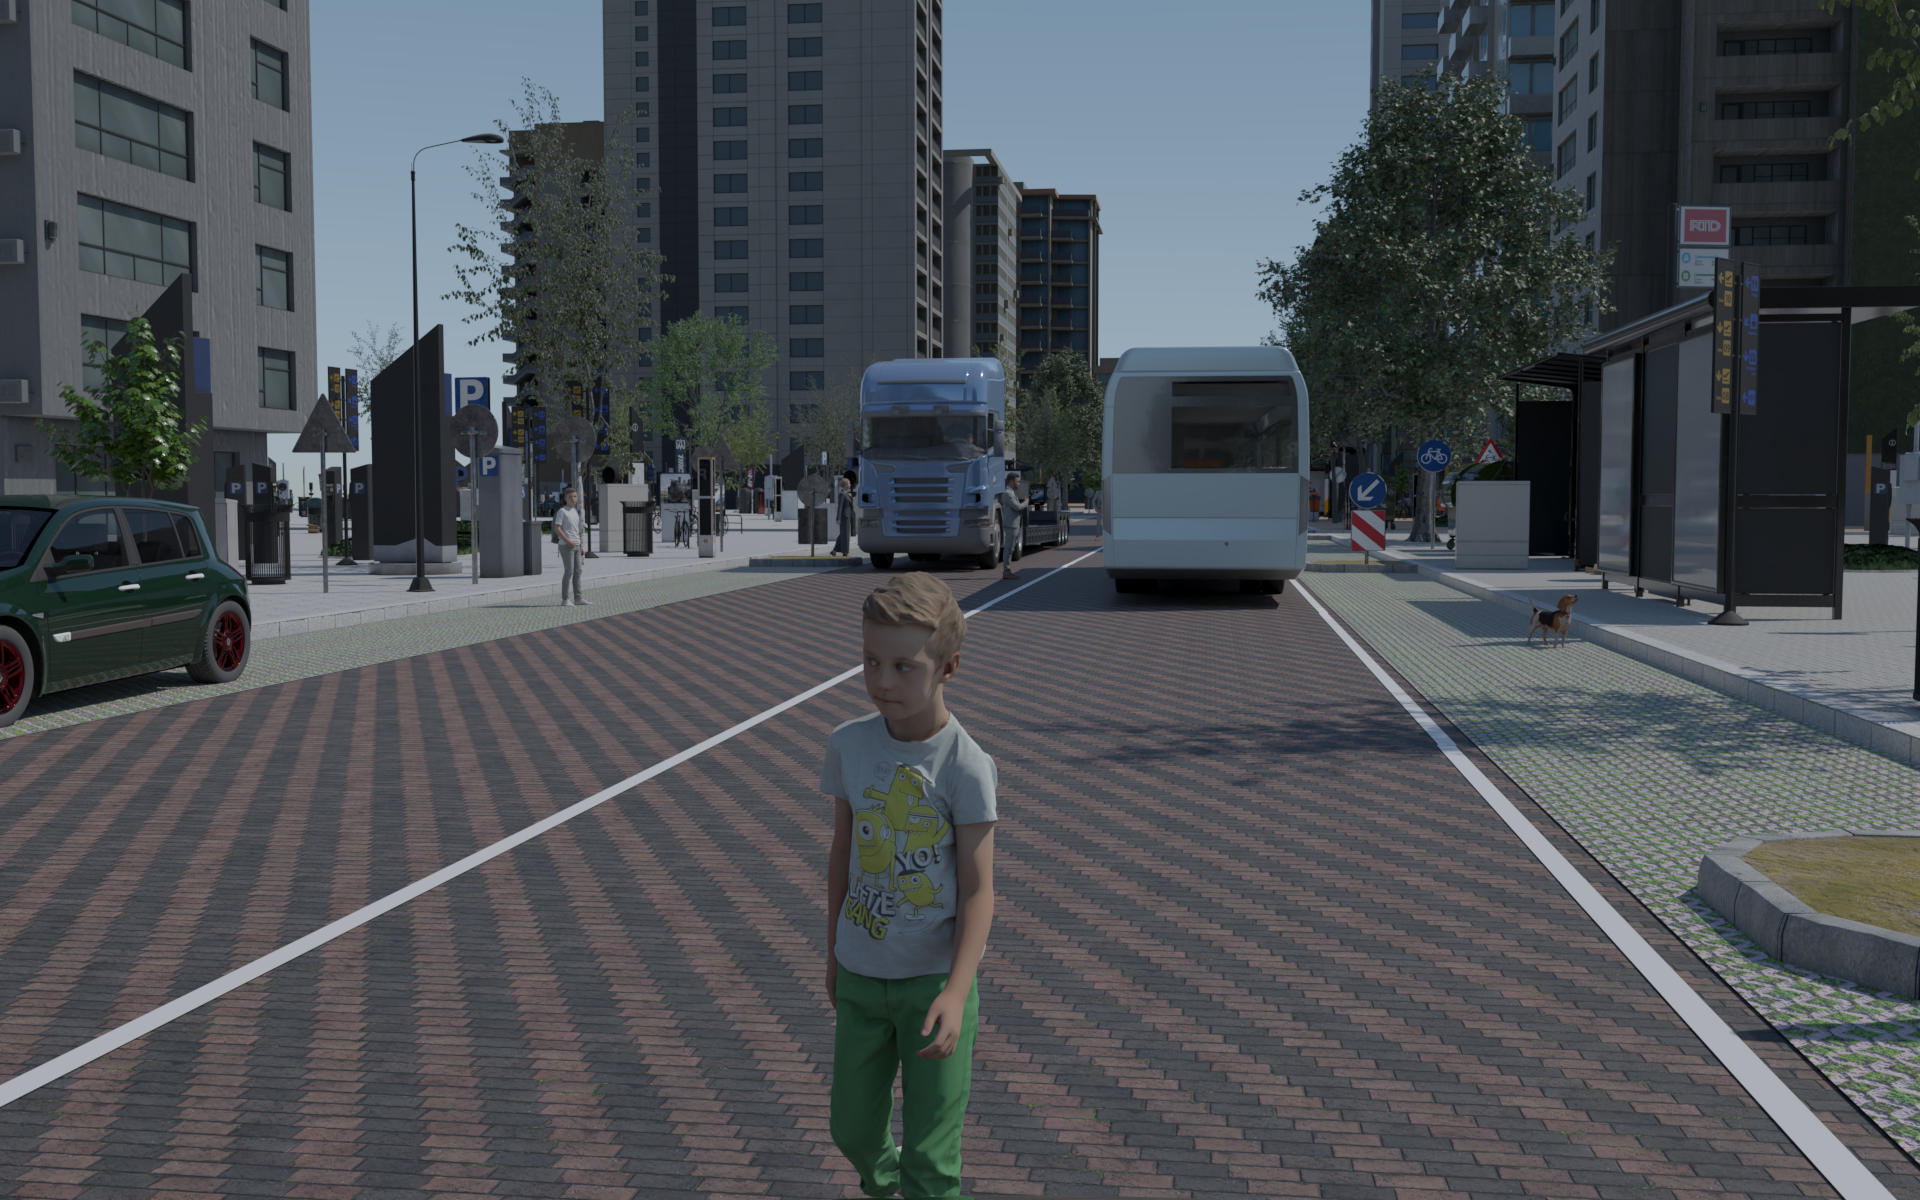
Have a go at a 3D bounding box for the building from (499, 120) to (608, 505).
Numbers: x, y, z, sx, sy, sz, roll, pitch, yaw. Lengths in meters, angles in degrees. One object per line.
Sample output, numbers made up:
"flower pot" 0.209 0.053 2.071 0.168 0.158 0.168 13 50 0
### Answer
"building" -44.671 -33.929 204.855 14.200 45.320 14.600 1 4 8

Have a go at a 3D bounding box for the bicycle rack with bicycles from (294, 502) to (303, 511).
"bicycle rack with bicycles" -50.174 -7.404 134.439 2.925 0.926 2.852 -2 4 -23

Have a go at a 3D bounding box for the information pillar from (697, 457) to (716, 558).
"information pillar" -5.092 -1.854 34.810 0.304 2.012 0.304 0 4 2

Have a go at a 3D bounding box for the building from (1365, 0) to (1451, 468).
"building" 53.944 -39.223 183.299 21.231 58.520 28.212 1 4 8

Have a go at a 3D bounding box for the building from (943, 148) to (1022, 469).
"building" -6.049 -30.508 190.684 23.993 40.220 32.217 1 4 8

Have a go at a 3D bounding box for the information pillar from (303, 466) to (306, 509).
"information pillar" -55.173 -9.441 145.721 0.183 3.616 0.504 -1 4 -13

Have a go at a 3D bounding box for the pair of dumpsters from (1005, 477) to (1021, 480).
"pair of dumpsters" 2.468 -5.325 89.550 1.574 2.255 4.437 1 4 8

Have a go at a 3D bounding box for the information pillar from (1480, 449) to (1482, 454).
"information pillar" 23.679 -5.319 78.315 0.183 3.616 0.504 -3 5 -45

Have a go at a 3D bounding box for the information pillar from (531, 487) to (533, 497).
"information pillar" -31.629 -7.513 127.322 0.304 2.012 0.304 3 5 42

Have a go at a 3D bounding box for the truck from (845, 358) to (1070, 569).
"truck" 0.555 -3.082 40.149 2.967 4.110 18.799 1 4 8

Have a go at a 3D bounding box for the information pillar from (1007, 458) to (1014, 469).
"information pillar" 3.279 -7.342 111.403 0.504 3.616 0.183 -2 4 -27

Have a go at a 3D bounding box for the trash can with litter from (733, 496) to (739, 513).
"trash can with litter" -14.807 -6.641 119.634 2.233 1.210 1.678 -2 4 -26

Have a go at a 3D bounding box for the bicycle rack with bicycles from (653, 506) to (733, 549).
"bicycle rack with bicycles" -7.148 -1.731 41.683 2.852 0.926 2.925 0 4 0

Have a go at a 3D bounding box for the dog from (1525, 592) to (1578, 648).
"dog" 5.520 0.190 16.174 0.540 0.507 0.406 2 4 30

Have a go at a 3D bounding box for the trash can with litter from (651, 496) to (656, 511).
"trash can with litter" -22.664 -7.025 126.239 1.055 1.170 0.624 0 4 7

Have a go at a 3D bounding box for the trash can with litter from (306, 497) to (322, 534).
"trash can with litter" -21.038 -2.766 56.618 0.624 1.170 1.055 -1 4 -17

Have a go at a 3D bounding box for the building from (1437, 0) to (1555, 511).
"building" 44.807 -30.478 117.920 23.786 49.044 30.456 1 4 8

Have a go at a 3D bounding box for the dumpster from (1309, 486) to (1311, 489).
"dumpster" 18.056 -5.280 92.087 1.264 1.857 1.865 0 4 8

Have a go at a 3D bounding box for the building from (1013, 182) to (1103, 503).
"building" 5.341 -36.168 245.974 28.867 44.769 22.147 1 4 8

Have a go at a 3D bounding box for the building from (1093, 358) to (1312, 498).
"building" 34.231 -24.442 244.662 28.899 21.520 27.650 1 4 8

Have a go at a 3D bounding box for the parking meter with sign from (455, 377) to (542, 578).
"parking meter with sign" -7.051 -1.860 26.675 0.543 3.016 1.738 1 4 15

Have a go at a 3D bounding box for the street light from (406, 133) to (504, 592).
"street light" -6.560 -3.057 22.529 1.470 5.913 1.316 1 4 8

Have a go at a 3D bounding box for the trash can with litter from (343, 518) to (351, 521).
"trash can with litter" -29.329 -4.356 82.276 2.233 1.210 1.678 0 4 4

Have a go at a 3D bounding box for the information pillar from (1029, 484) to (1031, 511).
"information pillar" 4.939 -7.339 124.488 0.304 2.012 0.304 0 4 -6

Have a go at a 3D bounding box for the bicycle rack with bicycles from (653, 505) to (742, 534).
"bicycle rack with bicycles" -8.272 -2.592 55.756 2.852 0.926 2.925 -2 4 -34

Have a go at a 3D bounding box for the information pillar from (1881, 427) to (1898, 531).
"information pillar" 32.422 -4.226 60.450 0.504 3.616 0.183 2 4 32

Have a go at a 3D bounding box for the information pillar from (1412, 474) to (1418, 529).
"information pillar" 16.489 -3.532 62.247 0.304 2.012 0.304 -2 4 -29

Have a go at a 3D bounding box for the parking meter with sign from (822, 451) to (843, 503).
"parking meter with sign" -4.765 -4.591 71.318 1.738 3.016 0.543 -2 4 -26

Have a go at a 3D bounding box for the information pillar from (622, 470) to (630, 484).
"information pillar" -10.307 -3.024 53.936 0.304 2.012 0.304 2 4 31

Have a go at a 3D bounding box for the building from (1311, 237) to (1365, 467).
"building" 60.862 -33.720 243.203 23.993 40.220 32.217 1 4 8

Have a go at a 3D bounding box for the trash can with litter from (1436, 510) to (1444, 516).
"trash can with litter" 28.117 -5.531 101.489 2.233 1.210 1.678 -1 4 -21

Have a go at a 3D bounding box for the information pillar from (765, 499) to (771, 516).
"information pillar" -11.348 -5.972 102.139 0.304 2.012 0.304 -1 4 -16

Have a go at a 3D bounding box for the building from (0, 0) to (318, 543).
"building" -24.339 -16.526 41.904 14.107 30.474 14.160 1 4 8

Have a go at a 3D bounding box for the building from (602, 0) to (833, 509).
"building" -27.342 -46.487 198.312 20.611 71.187 20.563 1 4 8

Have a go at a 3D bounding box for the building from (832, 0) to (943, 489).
"building" -10.096 -43.609 151.253 20.563 71.187 20.611 1 4 8

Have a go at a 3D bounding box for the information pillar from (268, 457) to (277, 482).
"information pillar" -42.732 -7.113 107.644 0.504 3.616 0.183 -2 4 -29

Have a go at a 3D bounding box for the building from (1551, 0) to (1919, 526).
"building" 34.242 -18.585 75.560 14.107 30.474 14.160 1 4 8

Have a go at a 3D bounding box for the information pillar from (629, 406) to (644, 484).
"information pillar" -8.658 -3.364 46.364 0.183 3.616 0.504 2 4 30

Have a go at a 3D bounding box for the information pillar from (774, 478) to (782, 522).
"information pillar" -8.415 -4.619 80.017 0.304 2.012 0.304 -1 4 -19

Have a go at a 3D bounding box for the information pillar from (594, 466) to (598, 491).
"information pillar" -29.954 -9.247 142.542 0.183 3.616 0.504 -3 5 -43

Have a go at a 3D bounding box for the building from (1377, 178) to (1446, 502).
"building" 44.473 -23.134 149.946 14.160 30.474 14.107 1 4 8

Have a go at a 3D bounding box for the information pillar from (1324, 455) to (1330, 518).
"information pillar" 20.116 -6.302 94.391 0.504 3.616 0.183 2 4 28

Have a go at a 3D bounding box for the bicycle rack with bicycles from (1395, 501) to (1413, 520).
"bicycle rack with bicycles" 22.241 -4.515 87.205 2.852 0.926 2.925 0 4 0

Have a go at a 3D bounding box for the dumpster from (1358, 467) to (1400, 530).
"dumpster" 15.039 -3.677 62.609 1.502 2.255 1.985 0 4 8

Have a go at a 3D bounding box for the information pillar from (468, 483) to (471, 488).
"information pillar" -33.831 -7.060 119.928 0.304 2.012 0.304 3 4 38
